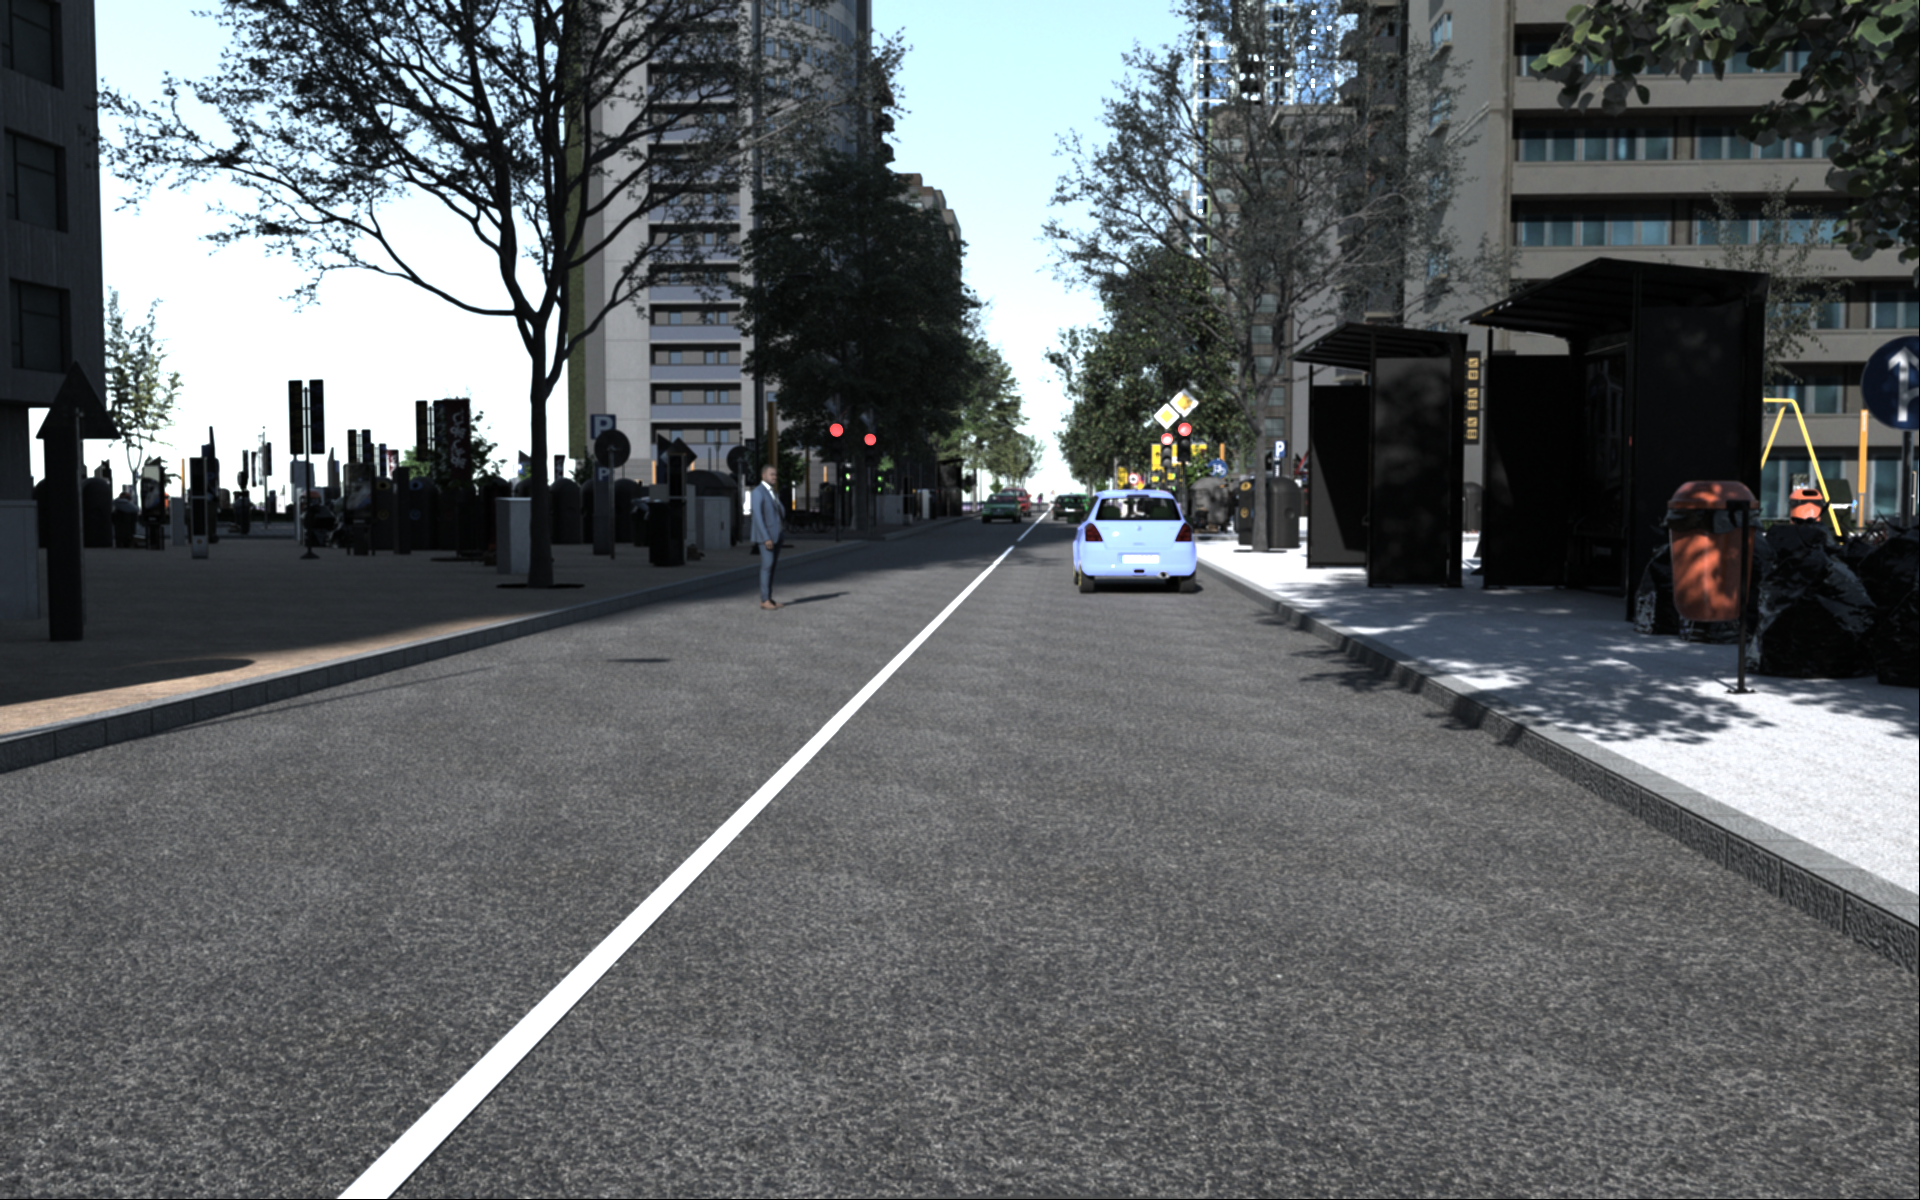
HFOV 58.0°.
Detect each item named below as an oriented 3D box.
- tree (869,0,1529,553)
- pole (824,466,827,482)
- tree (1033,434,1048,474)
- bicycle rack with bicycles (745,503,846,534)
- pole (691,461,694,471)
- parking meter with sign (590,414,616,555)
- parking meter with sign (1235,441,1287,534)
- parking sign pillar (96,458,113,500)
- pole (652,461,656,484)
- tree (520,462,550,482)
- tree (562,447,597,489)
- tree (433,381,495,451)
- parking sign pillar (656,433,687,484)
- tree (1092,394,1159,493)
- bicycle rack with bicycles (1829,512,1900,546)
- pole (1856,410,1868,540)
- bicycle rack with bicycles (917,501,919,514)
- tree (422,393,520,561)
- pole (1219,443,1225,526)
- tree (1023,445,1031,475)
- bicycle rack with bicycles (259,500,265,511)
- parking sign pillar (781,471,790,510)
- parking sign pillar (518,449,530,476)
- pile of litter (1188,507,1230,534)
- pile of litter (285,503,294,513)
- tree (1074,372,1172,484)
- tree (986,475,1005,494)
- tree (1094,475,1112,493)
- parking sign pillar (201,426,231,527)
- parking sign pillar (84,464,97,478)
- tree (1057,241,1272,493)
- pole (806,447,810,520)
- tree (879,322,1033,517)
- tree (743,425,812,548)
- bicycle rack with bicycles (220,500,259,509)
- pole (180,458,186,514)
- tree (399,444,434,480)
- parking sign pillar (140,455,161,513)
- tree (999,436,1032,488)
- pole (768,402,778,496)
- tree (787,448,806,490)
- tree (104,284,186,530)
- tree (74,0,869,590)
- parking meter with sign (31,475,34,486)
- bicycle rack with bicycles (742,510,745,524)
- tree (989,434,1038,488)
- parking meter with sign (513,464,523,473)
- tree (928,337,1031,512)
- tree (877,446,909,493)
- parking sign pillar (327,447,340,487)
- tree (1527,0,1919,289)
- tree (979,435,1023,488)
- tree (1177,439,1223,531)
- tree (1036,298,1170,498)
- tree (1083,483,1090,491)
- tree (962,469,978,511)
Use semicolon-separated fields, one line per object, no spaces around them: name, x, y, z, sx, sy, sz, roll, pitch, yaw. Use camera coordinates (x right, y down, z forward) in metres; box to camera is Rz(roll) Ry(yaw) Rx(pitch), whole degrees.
tree;6.523;-7.781;37.597;12.009;13.543;11.850;0;3;0
pole;-9.889;-8.177;127.539;0.158;3.312;0.155;0;3;0
tree;10.491;-22.172;288.259;9.928;11.665;9.643;0;3;0
bicycle rack with bicycles;-5.080;-2.709;57.679;2.925;0.926;2.852;-3;4;-36
pole;-15.501;-6.520;100.452;0.158;3.312;0.155;0;3;0
parking meter with sign;-7.658;-2.501;37.150;0.543;3.016;1.738;-1;4;-10
parking meter with sign;9.750;-3.667;56.224;1.738;3.016;0.543;-2;4;-28
parking sign pillar;-64.978;-8.741;131.393;1.447;3.967;1.447;1;4;11
pole;-18.864;-6.911;106.838;0.158;3.312;0.155;0;3;0
tree;-22.338;-5.888;90.873;1.663;3.219;1.824;0;3;0
tree;-15.324;-4.696;71.377;1.663;3.219;1.824;0;3;0
tree;-32.414;-9.927;112.664;4.360;8.622;3.978;0;3;0
parking sign pillar;-12.721;-5.381;76.456;1.447;3.967;1.447;0;4;2
tree;11.734;-9.996;113.789;4.360;8.622;3.978;0;3;0
bicycle rack with bicycles;17.889;-1.230;33.486;2.925;0.926;2.852;-1;4;-12
pole;21.873;-2.946;42.009;0.158;3.312;0.155;0;3;0
bicycle rack with bicycles;-1.876;-5.757;107.507;2.852;0.926;2.925;1;4;9
tree;-9.681;-2.362;33.225;1.663;3.219;1.824;0;3;0
pole;10.578;-4.649;69.862;0.158;3.312;0.155;0;3;0
tree;6.151;-15.550;204.604;4.737;8.622;4.395;0;3;0
bicycle rack with bicycles;-52.608;-7.229;131.583;2.925;0.926;2.852;-2;4;-35
parking sign pillar;-9.186;-6.014;86.800;1.447;3.967;1.447;-3;4;-36
parking sign pillar;-25.906;-7.093;104.439;1.447;3.967;1.447;-2;4;-31
pile of litter;7.879;-2.572;56.017;1.719;0.858;1.176;1;4;15
pile of litter;-32.193;-4.197;82.583;1.176;0.858;1.719;1;4;21
tree;11.827;-11.457;121.729;8.767;10.594;7.601;-1;4;-16
tree;3.717;-10.865;172.239;1.663;3.219;1.824;0;3;0
tree;13.857;-10.759;170.516;1.663;3.219;1.824;0;3;0
parking sign pillar;-29.353;-4.847;67.727;1.447;3.967;1.447;-2;4;-26
parking sign pillar;-57.201;-7.562;112.107;1.447;3.967;1.447;0;4;3
tree;9.040;-9.766;76.682;9.611;12.733;9.660;0;3;0
pole;-6.160;-4.662;70.070;0.158;3.312;0.155;0;3;0
tree;-1.611;-10.606;99.166;9.928;11.665;9.643;0;3;0
tree;-4.383;-2.878;41.654;1.663;3.219;1.824;0;3;0
bicycle rack with bicycles;-48.631;-6.196;114.688;2.852;0.926;2.925;3;5;44
pole;-43.831;-6.354;97.729;0.158;3.312;0.155;0;3;0
tree;-31.896;-7.306;103.170;4.285;4.588;4.351;0;3;0
parking sign pillar;-56.041;-8.044;119.991;1.447;3.967;1.447;3;5;45
tree;6.041;-16.528;220.589;4.360;8.622;3.978;0;3;0
pole;-4.142;-2.721;38.325;0.158;3.312;0.155;0;3;0
tree;-12.173;-8.380;120.724;4.285;4.588;4.351;0;3;0
tree;-28.981;-6.743;60.607;4.737;8.622;4.395;0;3;0
tree;-5.735;-6.918;23.473;12.009;13.543;11.850;0;3;0
parking meter with sign;-37.529;-4.481;69.522;1.738;3.016;0.543;-2;4;-26
bicycle rack with bicycles;-7.753;-3.678;73.521;2.852;0.926;2.925;3;4;36
tree;7.239;-18.531;237.399;7.601;10.594;8.767;0;4;2
parking meter with sign;-25.369;-6.370;100.408;0.543;3.016;1.738;0;4;2
tree;1.489;-12.698;125.731;7.486;12.596;7.792;0;3;0
tree;-4.092;-8.048;115.297;4.285;4.588;4.351;0;3;0
parking sign pillar;-35.805;-6.759;98.989;1.447;3.967;1.447;-2;4;-31
tree;4.927;-6.062;5.764;9.857;13.997;8.962;0;3;0
tree;3.979;-14.706;190.797;4.737;8.622;4.395;0;3;0
tree;8.490;-4.073;61.203;1.663;3.219;1.824;0;3;0
tree;12.984;-18.200;153.456;12.611;20.169;13.585;0;3;0
tree;21.869;-20.458;284.854;4.360;8.622;3.978;0;3;0
tree;0.690;-8.538;134.196;1.663;3.219;1.824;0;3;0
